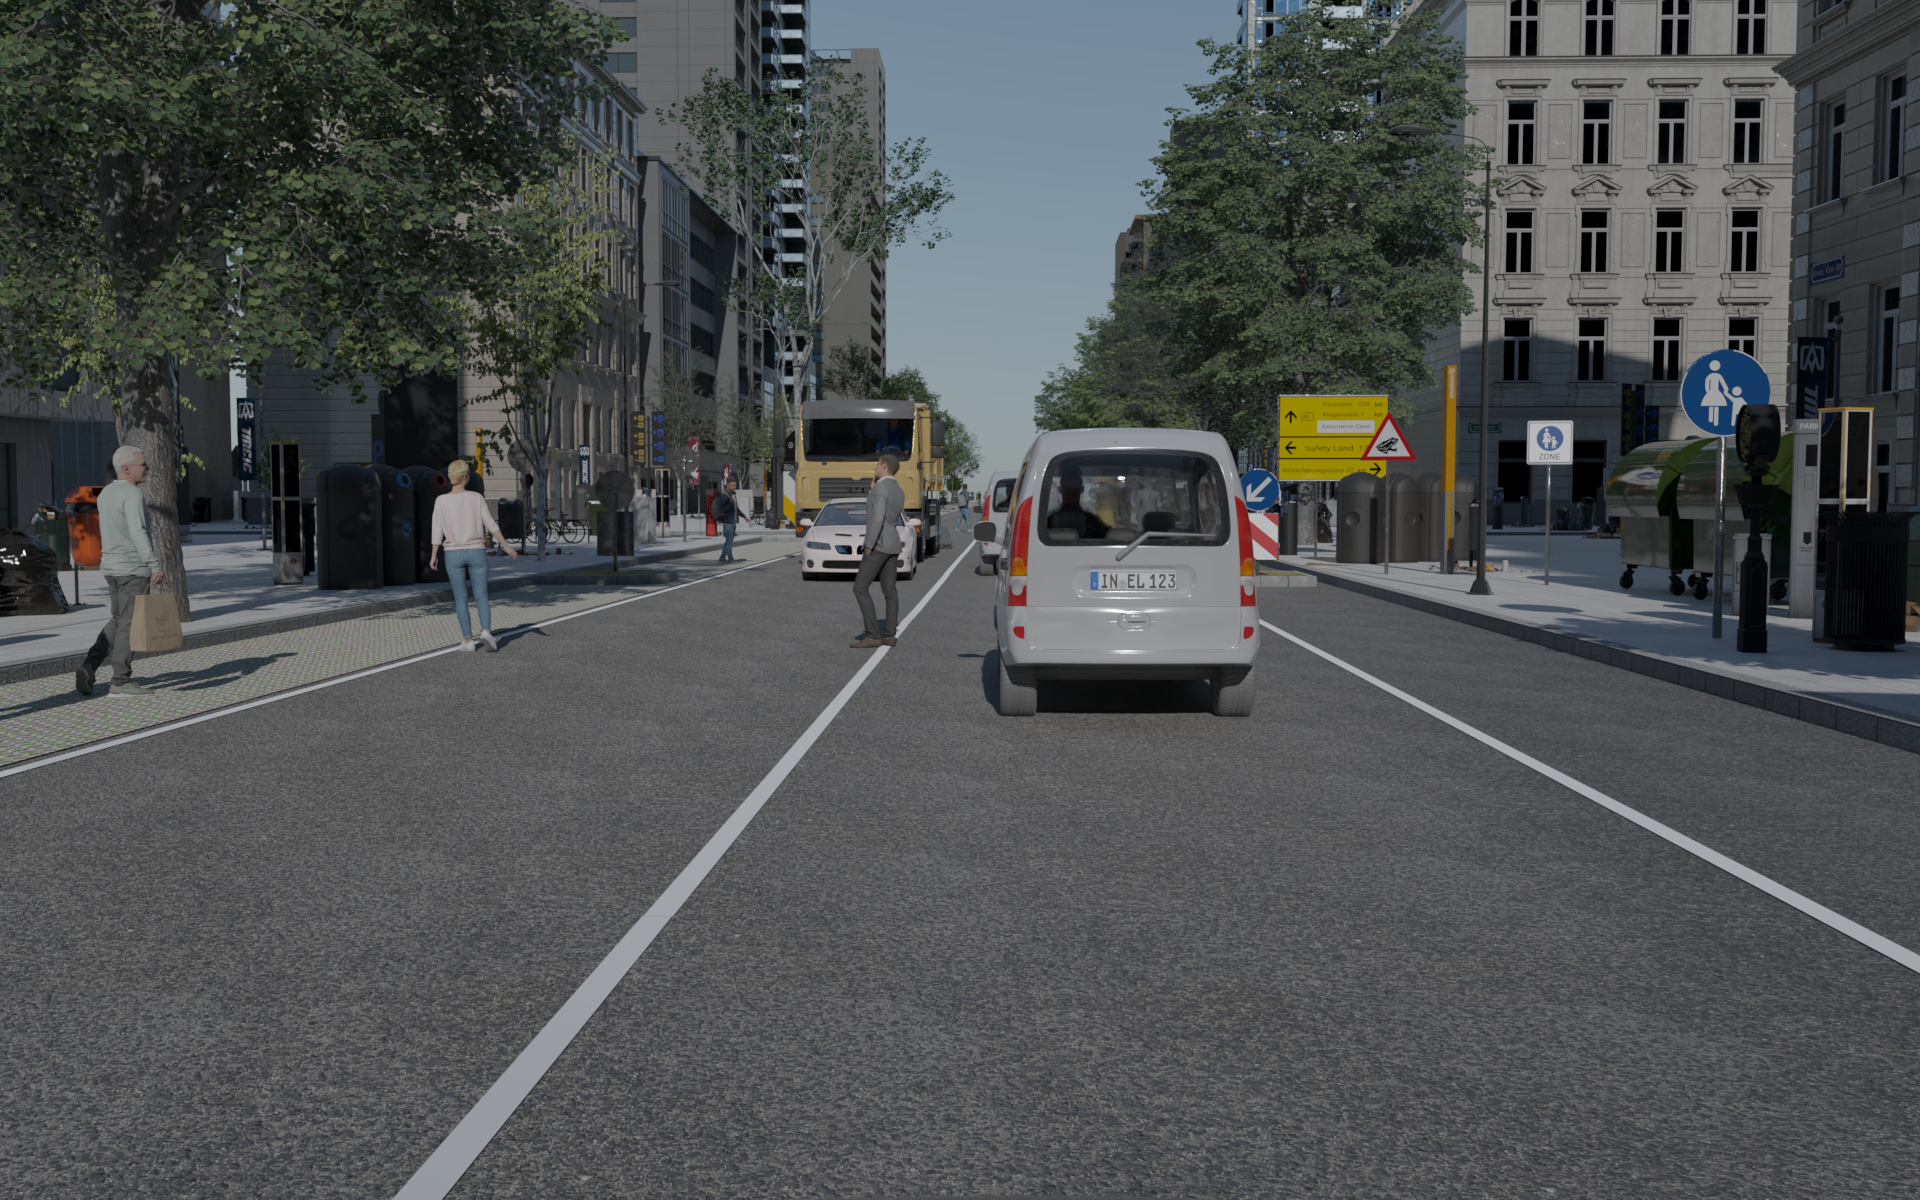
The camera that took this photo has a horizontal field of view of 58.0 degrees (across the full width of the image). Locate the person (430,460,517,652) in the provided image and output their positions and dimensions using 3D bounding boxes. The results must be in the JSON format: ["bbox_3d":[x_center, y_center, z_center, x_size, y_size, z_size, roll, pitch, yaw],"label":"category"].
[{"bbox_3d":[-4.381,-0.400,15.712,0.731,1.740,0.598,-2,4,-31],"label":"person"}]

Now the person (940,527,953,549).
[{"bbox_3d":[-0.880,-2.253,45.558,0.699,1.804,1.509,-2,4,-35],"label":"person"}]

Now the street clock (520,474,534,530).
[{"bbox_3d":[-15.435,-3.498,61.758,0.358,2.002,0.471,2,4,30],"label":"street clock"}]

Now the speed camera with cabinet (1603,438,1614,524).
[{"bbox_3d":[22.883,-4.040,60.383,0.660,3.252,2.038,1,4,13],"label":"speed camera with cabinet"}]

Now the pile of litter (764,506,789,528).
[{"bbox_3d":[-6.864,-3.139,65.285,1.176,0.858,1.719,1,4,9],"label":"pile of litter"}]

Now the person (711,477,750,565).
[{"bbox_3d":[-4.629,-1.588,34.809,0.721,1.781,0.623,0,4,5],"label":"person"}]

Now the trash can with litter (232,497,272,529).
[{"bbox_3d":[-25.713,-3.244,64.097,2.233,1.210,1.678,-1,4,-11],"label":"trash can with litter"}]

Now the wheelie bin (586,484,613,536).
[{"bbox_3d":[-11.051,-2.779,53.341,0.980,1.594,0.693,1,4,14],"label":"wheelie bin"}]

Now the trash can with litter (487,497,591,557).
[{"bbox_3d":[-8.996,-1.542,36.271,2.233,1.210,1.678,-3,4,-37],"label":"trash can with litter"}]

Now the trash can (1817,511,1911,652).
[{"bbox_3d":[7.470,-0.161,14.284,0.748,1.137,0.748,0,3,0],"label":"trash can"}]

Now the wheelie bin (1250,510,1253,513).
[{"bbox_3d":[17.680,-5.996,105.939,0.693,1.594,0.980,0,4,-7],"label":"wheelie bin"}]

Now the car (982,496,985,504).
[{"bbox_3d":[4.124,-14.015,241.510,2.083,1.381,4.827,0,4,1],"label":"car"}]

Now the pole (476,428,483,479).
[{"bbox_3d":[-14.775,-3.637,53.311,0.158,3.312,0.155,0,3,0],"label":"pole"}]

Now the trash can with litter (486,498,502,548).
[{"bbox_3d":[-11.501,-1.812,41.016,0.624,1.170,1.055,2,4,24],"label":"trash can with litter"}]

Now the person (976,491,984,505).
[{"bbox_3d":[2.319,-11.906,203.180,1.348,1.822,0.705,-3,5,-43],"label":"person"}]

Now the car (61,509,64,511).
[{"bbox_3d":[-27.824,-2.937,57.056,4.494,1.783,2.155,0,4,3],"label":"car"}]

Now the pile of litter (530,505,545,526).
[{"bbox_3d":[-17.595,-3.473,70.753,1.176,0.858,1.719,2,4,30],"label":"pile of litter"}]

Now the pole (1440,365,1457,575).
[{"bbox_3d":[7.780,-2.064,27.591,0.158,3.312,0.155,0,3,0],"label":"pole"}]

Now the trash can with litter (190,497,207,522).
[{"bbox_3d":[-34.634,-4.100,78.430,1.055,1.170,0.624,2,4,28],"label":"trash can with litter"}]

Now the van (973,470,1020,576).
[{"bbox_3d":[1.218,-1.507,31.648,2.013,2.044,4.112,0,4,2],"label":"van"}]

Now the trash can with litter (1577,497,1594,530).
[{"bbox_3d":[22.457,-3.118,62.366,0.624,1.170,1.055,1,4,10],"label":"trash can with litter"}]

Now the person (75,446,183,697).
[{"bbox_3d":[-5.821,-0.190,12.098,0.782,1.767,0.515,3,5,40],"label":"person"}]

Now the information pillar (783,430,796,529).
[{"bbox_3d":[-6.234,-4.410,63.464,0.504,3.616,0.183,2,4,26],"label":"information pillar"}]

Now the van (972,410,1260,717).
[{"bbox_3d":[1.091,-0.337,12.527,2.013,2.044,4.112,0,4,1],"label":"van"}]

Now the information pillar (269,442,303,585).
[{"bbox_3d":[-9.499,-1.220,24.435,0.304,2.012,0.304,3,4,39],"label":"information pillar"}]

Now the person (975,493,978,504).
[{"bbox_3d":[2.358,-14.624,249.073,0.593,1.643,0.415,1,4,14],"label":"person"}]

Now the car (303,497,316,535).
[{"bbox_3d":[-19.736,-2.885,57.397,3.980,1.641,2.015,0,4,3],"label":"car"}]

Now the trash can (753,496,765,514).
[{"bbox_3d":[-12.683,-5.964,109.159,0.748,1.137,0.748,0,3,0],"label":"trash can"}]

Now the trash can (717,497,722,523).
[{"bbox_3d":[-10.405,-3.946,76.166,0.748,1.137,0.748,0,3,0],"label":"trash can"}]

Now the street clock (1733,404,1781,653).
[{"bbox_3d":[6.429,-0.577,14.003,0.358,2.002,0.471,1,4,10],"label":"street clock"}]

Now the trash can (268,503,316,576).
[{"bbox_3d":[-10.458,-0.951,27.194,0.748,1.137,0.748,0,3,0],"label":"trash can"}]

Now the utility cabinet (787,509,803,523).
[{"bbox_3d":[-7.192,-4.046,77.314,1.020,1.237,0.306,-1,4,-13],"label":"utility cabinet"}]

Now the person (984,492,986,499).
[{"bbox_3d":[2.895,-11.662,199.850,0.721,1.739,1.217,-2,4,-24],"label":"person"}]

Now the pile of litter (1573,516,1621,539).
[{"bbox_3d":[18.780,-2.188,49.744,1.176,0.858,1.719,-2,4,-33],"label":"pile of litter"}]

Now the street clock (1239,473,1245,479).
[{"bbox_3d":[9.844,-3.388,59.972,0.358,2.002,0.471,-2,4,-35],"label":"street clock"}]

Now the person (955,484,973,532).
[{"bbox_3d":[0.147,-3.458,65.031,0.713,1.824,0.794,-1,4,-19],"label":"person"}]

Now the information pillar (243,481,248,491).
[{"bbox_3d":[-49.292,-7.836,119.473,0.183,3.616,0.504,0,4,6],"label":"information pillar"}]

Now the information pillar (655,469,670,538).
[{"bbox_3d":[-8.695,-2.824,50.663,0.304,2.012,0.304,3,5,40],"label":"information pillar"}]

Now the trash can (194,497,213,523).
[{"bbox_3d":[-33.721,-4.010,77.223,0.748,1.137,0.748,0,3,0],"label":"trash can"}]

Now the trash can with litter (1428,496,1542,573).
[{"bbox_3d":[8.697,-1.115,29.287,1.678,1.210,2.233,0,4,-6],"label":"trash can with litter"}]

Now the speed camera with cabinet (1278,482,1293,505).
[{"bbox_3d":[15.215,-5.354,81.877,2.038,3.252,0.660,-1,4,-12],"label":"speed camera with cabinet"}]

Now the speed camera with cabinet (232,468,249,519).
[{"bbox_3d":[-37.846,-5.906,90.905,0.660,3.252,2.038,-3,4,-36],"label":"speed camera with cabinet"}]

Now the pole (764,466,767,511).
[{"bbox_3d":[-14.034,-8.024,125.028,0.158,3.312,0.155,0,3,0],"label":"pole"}]

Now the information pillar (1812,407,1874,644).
[{"bbox_3d":[7.563,-0.634,14.852,0.304,2.012,0.304,-1,4,-18],"label":"information pillar"}]

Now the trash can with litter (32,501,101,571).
[{"bbox_3d":[-14.894,-1.076,28.977,1.055,1.170,0.624,-3,4,-38],"label":"trash can with litter"}]

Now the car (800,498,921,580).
[{"bbox_3d":[-1.707,-1.095,30.267,2.083,1.381,4.827,0,4,0],"label":"car"}]

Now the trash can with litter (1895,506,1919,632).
[{"bbox_3d":[9.097,-0.307,16.400,0.624,1.170,1.055,3,5,42],"label":"trash can with litter"}]

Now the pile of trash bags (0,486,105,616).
[{"bbox_3d":[-10.422,-0.541,18.591,1.912,1.369,3.447,1,4,18],"label":"pile of trash bags"}]

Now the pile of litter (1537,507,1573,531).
[{"bbox_3d":[21.116,-2.856,60.657,1.176,0.858,1.719,-3,5,-44],"label":"pile of litter"}]

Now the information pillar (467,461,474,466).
[{"bbox_3d":[-10.848,-2.059,38.164,0.304,2.012,0.304,-1,4,-13],"label":"information pillar"}]

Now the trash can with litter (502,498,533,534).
[{"bbox_3d":[-13.629,-2.550,53.079,1.055,1.170,0.624,1,4,12],"label":"trash can with litter"}]

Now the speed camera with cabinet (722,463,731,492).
[{"bbox_3d":[-14.374,-7.055,109.686,0.660,3.252,2.038,1,4,21],"label":"speed camera with cabinet"}]

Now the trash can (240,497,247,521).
[{"bbox_3d":[-33.421,-4.264,81.376,0.748,1.137,0.748,0,3,0],"label":"trash can"}]

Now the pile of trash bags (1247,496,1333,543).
[{"bbox_3d":[9.601,-2.212,45.923,3.447,1.369,1.912,2,4,26],"label":"pile of trash bags"}]

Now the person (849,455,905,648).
[{"bbox_3d":[-0.767,-0.462,16.239,0.473,1.802,0.592,3,4,38],"label":"person"}]
